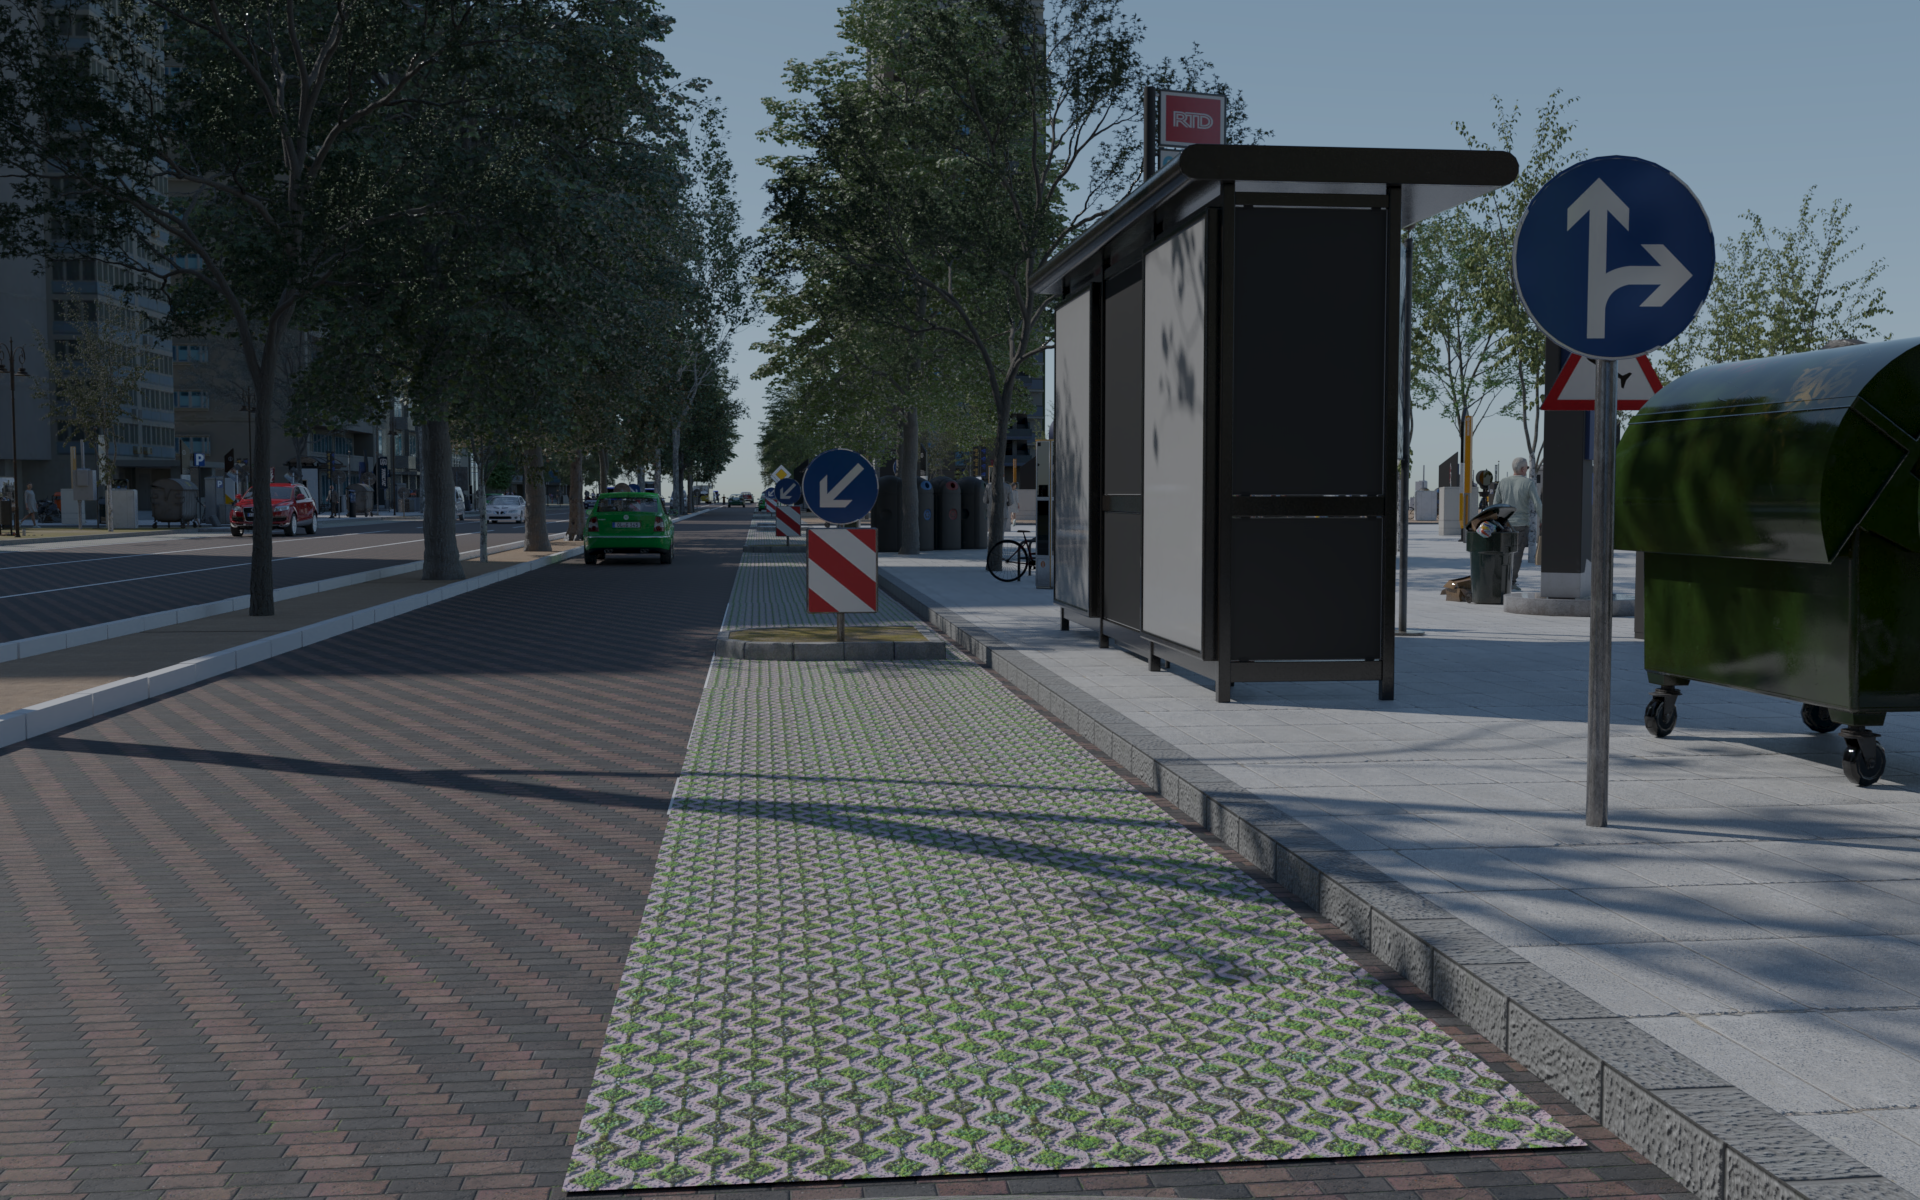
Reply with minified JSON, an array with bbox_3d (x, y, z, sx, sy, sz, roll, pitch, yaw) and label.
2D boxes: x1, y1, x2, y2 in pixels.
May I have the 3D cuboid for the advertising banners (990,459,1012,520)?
[{"bbox_3d":[2.499,-5.569,87.238,2.074,3.025,0.090,1,4,23],"label":"advertising banners"}]

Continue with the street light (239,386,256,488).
[{"bbox_3d":[-30.455,-6.211,74.335,0.468,5.910,1.993,0,4,-7],"label":"street light"}]

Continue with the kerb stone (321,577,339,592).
[{"bbox_3d":[-9.420,-0.210,25.635,0.120,0.150,1.000,0,4,-7],"label":"kerb stone"}]

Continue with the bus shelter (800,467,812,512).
[{"bbox_3d":[-10.144,-7.776,121.060,2.014,3.302,5.546,0,4,-7],"label":"bus shelter"}]

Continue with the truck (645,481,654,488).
[{"bbox_3d":[-46.599,-16.168,260.265,3.469,3.379,9.791,0,4,-7],"label":"truck"}]

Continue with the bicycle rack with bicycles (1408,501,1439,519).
[{"bbox_3d":[24.019,-4.547,87.728,2.925,0.926,2.852,0,4,0],"label":"bicycle rack with bicycles"}]

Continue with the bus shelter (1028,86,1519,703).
[{"bbox_3d":[1.895,-2.273,14.802,2.179,5.291,8.768,0,4,-6],"label":"bus shelter"}]

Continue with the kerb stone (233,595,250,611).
[{"bbox_3d":[-8.960,0.038,21.570,0.120,0.150,1.000,0,4,-7],"label":"kerb stone"}]

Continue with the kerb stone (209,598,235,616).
[{"bbox_3d":[-8.844,0.108,20.552,0.120,0.150,1.000,0,4,-7],"label":"kerb stone"}]

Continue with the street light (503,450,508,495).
[{"bbox_3d":[-39.356,-10.831,149.871,0.468,5.910,1.993,0,4,-7],"label":"street light"}]

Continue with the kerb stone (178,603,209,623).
[{"bbox_3d":[-8.721,0.164,19.537,0.120,0.150,1.000,0,4,-7],"label":"kerb stone"}]

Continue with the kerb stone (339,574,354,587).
[{"bbox_3d":[-9.545,-0.272,26.650,0.120,0.150,1.000,0,4,-7],"label":"kerb stone"}]

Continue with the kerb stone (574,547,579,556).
[{"bbox_3d":[-8.996,-1.098,40.153,0.120,0.150,1.000,0,4,-7],"label":"kerb stone"}]

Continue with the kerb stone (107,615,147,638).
[{"bbox_3d":[-8.486,0.289,17.503,0.120,0.150,1.000,0,4,-7],"label":"kerb stone"}]

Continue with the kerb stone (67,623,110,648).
[{"bbox_3d":[-8.367,0.352,16.485,0.120,0.150,1.000,0,4,-7],"label":"kerb stone"}]

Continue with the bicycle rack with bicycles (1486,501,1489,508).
[{"bbox_3d":[30.590,-5.129,97.245,2.852,0.926,2.925,1,4,20],"label":"bicycle rack with bicycles"}]

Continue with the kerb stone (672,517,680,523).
[{"bbox_3d":[-14.833,-4.182,90.577,0.120,0.150,1.000,0,4,-7],"label":"kerb stone"}]

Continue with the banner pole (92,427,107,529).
[{"bbox_3d":[-31.942,-4.546,64.346,0.863,3.779,0.401,2,4,33],"label":"banner pole"}]

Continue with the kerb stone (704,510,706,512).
[{"bbox_3d":[-19.562,-6.674,131.318,0.120,0.150,1.000,0,4,-7],"label":"kerb stone"}]

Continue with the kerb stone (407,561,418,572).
[{"bbox_3d":[-10.137,-0.579,31.750,0.120,0.150,1.000,0,4,-7],"label":"kerb stone"}]

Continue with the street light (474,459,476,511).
[{"bbox_3d":[-37.320,-9.808,133.144,0.468,5.910,1.993,0,4,-7],"label":"street light"}]

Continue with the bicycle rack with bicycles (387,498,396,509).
[{"bbox_3d":[-48.335,-8.101,145.839,2.925,0.926,2.852,-2,4,-26],"label":"bicycle rack with bicycles"}]

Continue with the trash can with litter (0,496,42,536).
[{"bbox_3d":[-29.573,-2.586,53.338,2.233,1.210,1.678,2,4,24],"label":"trash can with litter"}]

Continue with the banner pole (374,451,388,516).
[{"bbox_3d":[-34.013,-6.835,101.775,0.863,3.779,0.401,0,4,1],"label":"banner pole"}]

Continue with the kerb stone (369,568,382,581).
[{"bbox_3d":[-9.783,-0.397,28.691,0.120,0.150,1.000,0,4,-7],"label":"kerb stone"}]

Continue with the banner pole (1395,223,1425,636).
[{"bbox_3d":[3.958,-1.558,15.483,0.401,3.779,0.863,1,4,21],"label":"banner pole"}]

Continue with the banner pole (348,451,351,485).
[{"bbox_3d":[-35.395,-6.752,100.416,0.401,3.779,0.863,-1,4,-12],"label":"banner pole"}]

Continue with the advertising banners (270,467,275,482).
[{"bbox_3d":[-44.730,-7.038,111.252,2.074,3.025,0.090,2,4,26],"label":"advertising banners"}]

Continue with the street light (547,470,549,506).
[{"bbox_3d":[-42.650,-12.617,179.079,0.468,5.910,1.993,0,4,-7],"label":"street light"}]

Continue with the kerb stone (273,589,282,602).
[{"bbox_3d":[-9.072,-0.014,22.587,0.120,0.150,1.000,0,4,-7],"label":"kerb stone"}]

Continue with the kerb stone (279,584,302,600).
[{"bbox_3d":[-9.194,-0.086,23.601,0.120,0.150,1.000,0,4,-7],"label":"kerb stone"}]

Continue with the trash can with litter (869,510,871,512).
[{"bbox_3d":[-6.787,-7.027,126.284,0.624,1.170,1.055,-3,4,-37],"label":"trash can with litter"}]

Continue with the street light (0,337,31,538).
[{"bbox_3d":[-27.873,-4.787,51.047,0.468,5.910,1.993,0,4,-7],"label":"street light"}]

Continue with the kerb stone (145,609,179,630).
[{"bbox_3d":[-8.608,0.225,18.518,0.120,0.150,1.000,0,4,-7],"label":"kerb stone"}]

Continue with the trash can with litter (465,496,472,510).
[{"bbox_3d":[-39.211,-7.639,135.952,1.678,1.210,2.233,3,4,38],"label":"trash can with litter"}]

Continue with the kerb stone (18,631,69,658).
[{"bbox_3d":[-8.248,0.411,15.469,0.120,0.150,1.000,0,4,-7],"label":"kerb stone"}]

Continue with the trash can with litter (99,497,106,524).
[{"bbox_3d":[-36.419,-3.820,73.844,0.624,1.170,1.055,-2,4,-33],"label":"trash can with litter"}]

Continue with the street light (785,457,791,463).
[{"bbox_3d":[-16.464,-11.925,167.761,0.468,5.910,1.993,0,4,-7],"label":"street light"}]

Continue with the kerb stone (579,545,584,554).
[{"bbox_3d":[-9.114,-1.159,41.169,0.120,0.150,1.000,0,4,-7],"label":"kerb stone"}]

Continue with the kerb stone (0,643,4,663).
[{"bbox_3d":[-8.138,0.474,14.442,0.120,0.150,1.000,0,4,-7],"label":"kerb stone"}]

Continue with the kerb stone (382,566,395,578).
[{"bbox_3d":[-9.901,-0.460,29.719,0.120,0.150,1.000,0,4,-7],"label":"kerb stone"}]

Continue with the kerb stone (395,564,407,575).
[{"bbox_3d":[-10.020,-0.522,30.734,0.120,0.150,1.000,0,4,-7],"label":"kerb stone"}]

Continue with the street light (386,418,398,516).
[{"bbox_3d":[-33.851,-7.997,103.532,0.468,5.910,1.993,0,4,-7],"label":"street light"}]

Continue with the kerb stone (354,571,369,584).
[{"bbox_3d":[-9.662,-0.335,27.665,0.120,0.150,1.000,0,4,-7],"label":"kerb stone"}]

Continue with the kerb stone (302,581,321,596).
[{"bbox_3d":[-9.315,-0.146,24.616,0.120,0.150,1.000,0,4,-7],"label":"kerb stone"}]

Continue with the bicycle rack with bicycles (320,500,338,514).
[{"bbox_3d":[-42.392,-6.102,113.154,2.925,0.926,2.852,0,4,6],"label":"bicycle rack with bicycles"}]

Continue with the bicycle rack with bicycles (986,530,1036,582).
[{"bbox_3d":[1.992,-0.774,26.044,2.925,0.926,2.852,1,4,9],"label":"bicycle rack with bicycles"}]

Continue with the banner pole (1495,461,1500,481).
[{"bbox_3d":[40.210,-8.544,129.712,0.401,3.779,0.863,3,5,43],"label":"banner pole"}]

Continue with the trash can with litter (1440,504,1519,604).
[{"bbox_3d":[6.073,-0.553,20.426,0.624,1.170,1.055,-1,4,-23],"label":"trash can with litter"}]

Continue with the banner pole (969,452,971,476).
[{"bbox_3d":[0.578,-6.491,96.152,0.401,3.779,0.863,0,4,5],"label":"banner pole"}]

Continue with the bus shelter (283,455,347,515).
[{"bbox_3d":[-34.785,-6.094,93.561,2.014,3.302,5.546,0,4,-7],"label":"bus shelter"}]
